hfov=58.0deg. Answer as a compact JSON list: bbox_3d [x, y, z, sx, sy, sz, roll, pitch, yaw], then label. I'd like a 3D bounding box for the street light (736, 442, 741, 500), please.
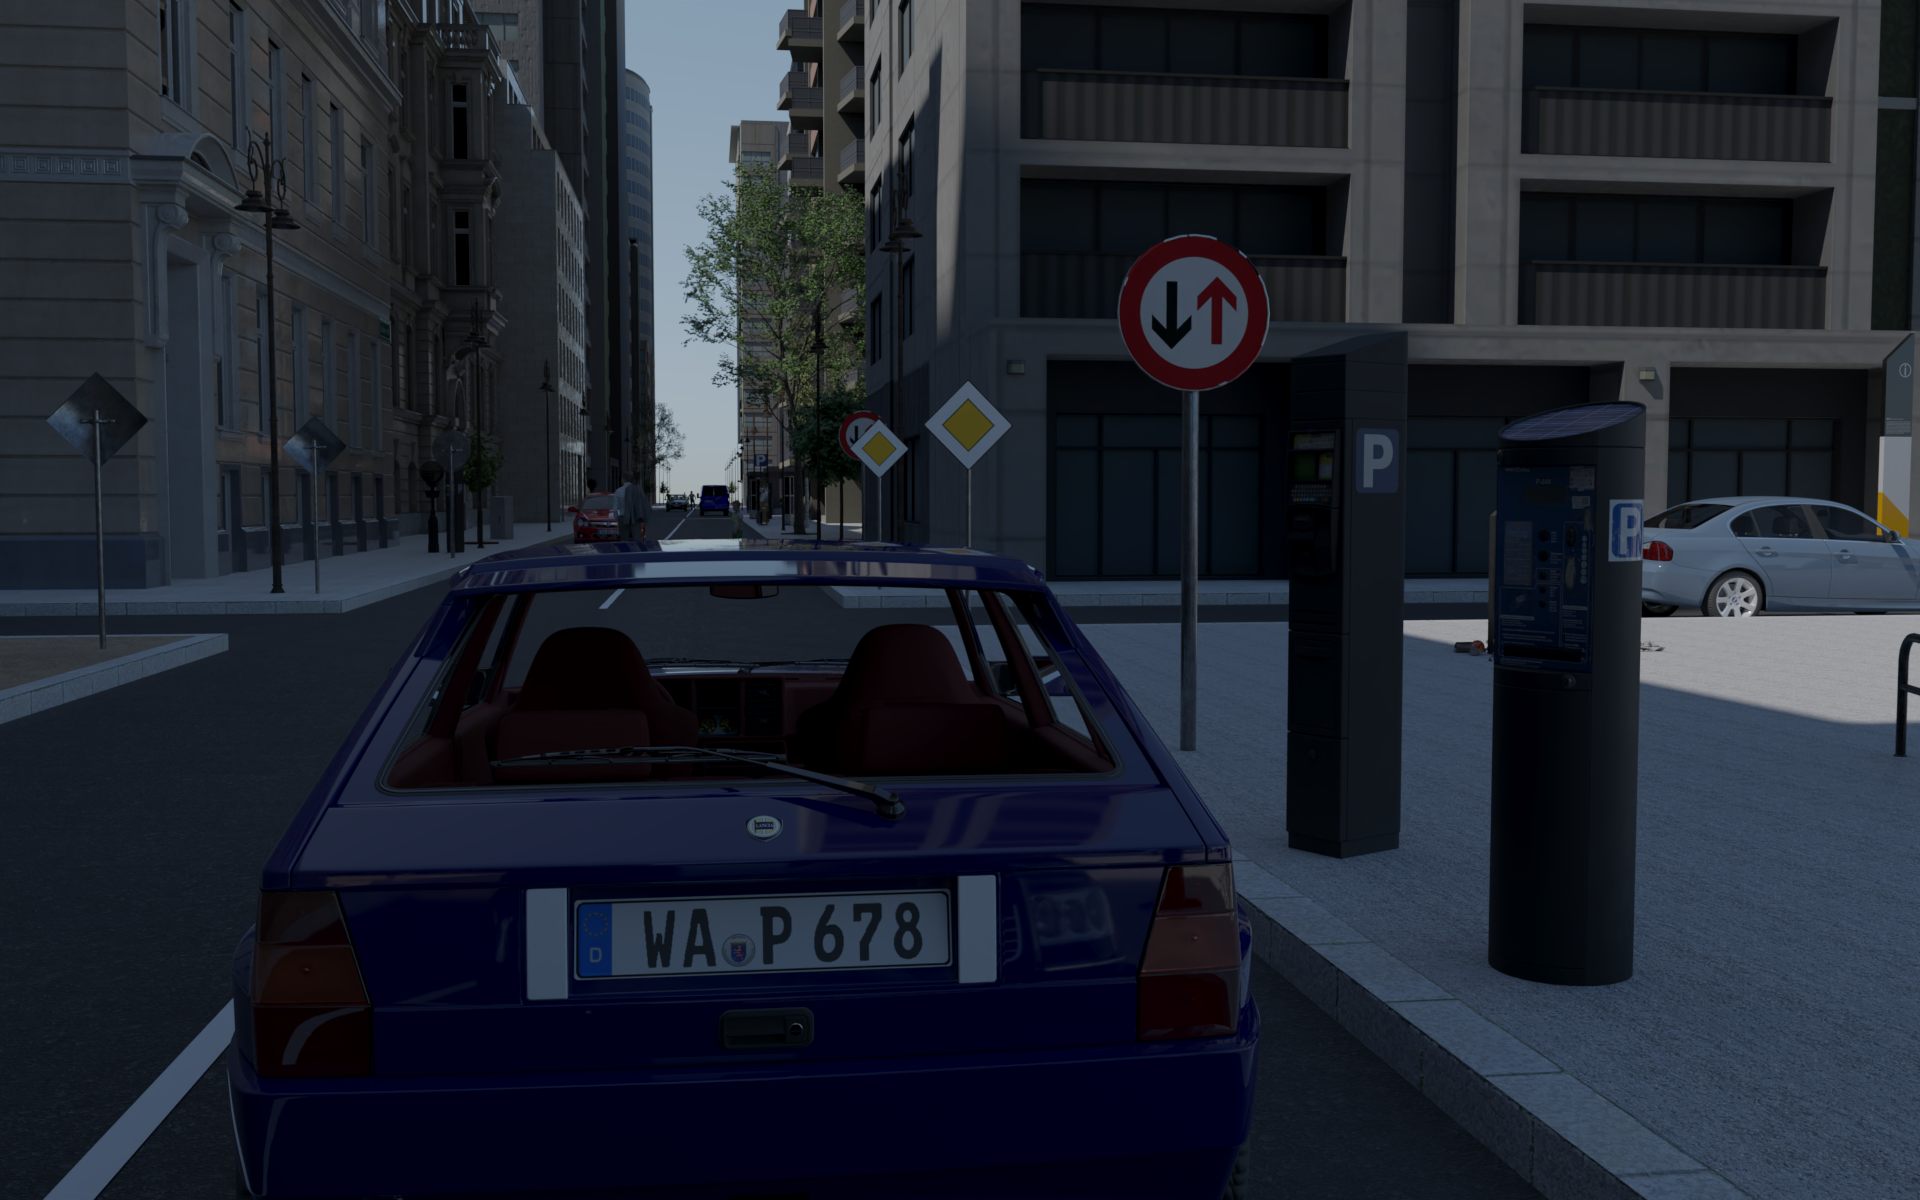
[{"bbox_3d":[-17.171,-10.003,136.330,0.468,5.910,1.993,-1,4,-8],"label":"street light"}]

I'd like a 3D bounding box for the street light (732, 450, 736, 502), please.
[{"bbox_3d":[-19.791,-11.106,154.374,0.468,5.910,1.993,-1,4,-8],"label":"street light"}]

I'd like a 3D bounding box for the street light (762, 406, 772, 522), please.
[{"bbox_3d":[-8.806,-6.510,79.223,0.468,5.910,1.993,-1,4,-8],"label":"street light"}]

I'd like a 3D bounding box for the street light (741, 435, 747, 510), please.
[{"bbox_3d":[-14.434,-8.864,117.714,0.468,5.910,1.993,-1,4,-8],"label":"street light"}]

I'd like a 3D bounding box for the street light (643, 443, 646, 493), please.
[{"bbox_3d":[-27.923,-11.041,153.300,0.468,5.910,1.993,-1,4,-8],"label":"street light"}]

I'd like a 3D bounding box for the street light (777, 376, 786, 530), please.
[{"bbox_3d":[-6.254,-5.406,61.170,0.468,5.910,1.993,-1,4,-8],"label":"street light"}]

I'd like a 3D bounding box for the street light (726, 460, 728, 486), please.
[{"bbox_3d":[-26.548,-13.952,200.904,0.468,5.910,1.993,-1,4,-8],"label":"street light"}]

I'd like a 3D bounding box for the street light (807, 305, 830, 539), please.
[{"bbox_3d":[-3.478,-4.265,42.525,0.468,5.910,1.993,-1,4,-8],"label":"street light"}]

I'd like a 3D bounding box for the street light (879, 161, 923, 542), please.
[{"bbox_3d":[-0.840,-3.162,24.484,0.468,5.910,1.993,-1,4,-8],"label":"street light"}]

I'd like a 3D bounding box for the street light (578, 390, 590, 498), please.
[{"bbox_3d":[-16.718,-6.380,77.105,0.468,5.910,1.993,-1,4,-8],"label":"street light"}]

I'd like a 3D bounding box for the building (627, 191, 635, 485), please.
[{"bbox_3d":[-36.151,-23.187,150.801,14.160,30.474,14.107,-1,4,-8],"label":"building"}]

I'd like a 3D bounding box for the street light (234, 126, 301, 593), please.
[{"bbox_3d":[-8.852,-3.027,22.287,0.468,5.910,1.993,-1,4,-8],"label":"street light"}]

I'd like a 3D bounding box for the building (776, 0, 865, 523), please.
[{"bbox_3d":[2.470,-26.247,83.769,22.147,44.769,28.867,-1,4,-8],"label":"building"}]

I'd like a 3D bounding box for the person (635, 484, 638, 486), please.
[{"bbox_3d":[-11.575,-3.230,61.666,0.721,1.781,0.623,-1,4,-20],"label":"person"}]

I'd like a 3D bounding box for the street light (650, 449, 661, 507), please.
[{"bbox_3d":[-31.716,-12.695,180.350,0.468,5.910,1.993,-1,4,-8],"label":"street light"}]

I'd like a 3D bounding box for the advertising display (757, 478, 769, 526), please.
[{"bbox_3d":[-8.050,-4.007,70.727,0.123,1.923,0.974,1,4,16],"label":"advertising display"}]

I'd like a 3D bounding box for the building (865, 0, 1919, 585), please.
[{"bbox_3d":[9.138,-36.409,33.543,20.611,71.187,20.563,-1,4,-8],"label":"building"}]

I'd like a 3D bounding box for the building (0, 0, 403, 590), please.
[{"bbox_3d":[-18.540,-15.004,31.225,13.634,28.700,20.117,-1,4,-8],"label":"building"}]

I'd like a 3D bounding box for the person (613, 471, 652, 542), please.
[{"bbox_3d":[-5.776,-1.340,30.513,0.679,1.850,0.850,-1,4,-16],"label":"person"}]

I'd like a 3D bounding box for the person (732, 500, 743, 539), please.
[{"bbox_3d":[-4.809,-1.516,37.540,0.306,1.304,0.590,2,4,24],"label":"person"}]

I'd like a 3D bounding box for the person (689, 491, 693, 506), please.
[{"bbox_3d":[-33.222,-12.556,213.884,0.705,1.812,1.348,-3,5,-40],"label":"person"}]

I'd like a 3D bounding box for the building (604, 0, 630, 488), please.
[{"bbox_3d":[-33.456,-29.721,136.046,14.600,45.320,14.200,-1,4,-8],"label":"building"}]

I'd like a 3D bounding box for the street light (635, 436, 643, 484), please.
[{"bbox_3d":[-25.107,-9.883,134.373,0.468,5.910,1.993,-1,4,-8],"label":"street light"}]

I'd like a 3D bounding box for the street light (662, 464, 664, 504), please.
[{"bbox_3d":[-34.432,-13.801,198.432,0.468,5.910,1.993,-1,4,-8],"label":"street light"}]

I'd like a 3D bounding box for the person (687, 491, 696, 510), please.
[{"bbox_3d":[-23.453,-8.703,151.739,0.756,1.711,0.436,1,4,16],"label":"person"}]

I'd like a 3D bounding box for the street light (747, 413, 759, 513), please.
[{"bbox_3d":[-11.810,-7.747,99.447,0.468,5.910,1.993,-1,4,-8],"label":"street light"}]

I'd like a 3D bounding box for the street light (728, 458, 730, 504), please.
[{"bbox_3d":[-23.986,-12.848,182.852,0.468,5.910,1.993,-1,4,-8],"label":"street light"}]

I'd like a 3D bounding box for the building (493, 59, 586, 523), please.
[{"bbox_3d":[-24.203,-14.042,84.331,10.420,20.320,16.860,-1,4,-8],"label":"building"}]

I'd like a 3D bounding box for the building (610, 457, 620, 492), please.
[{"bbox_3d":[-34.181,-41.550,117.595,20.563,71.187,20.611,-1,4,-8],"label":"building"}]

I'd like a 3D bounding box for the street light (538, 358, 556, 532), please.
[{"bbox_3d":[-14.053,-5.277,59.068,0.468,5.910,1.993,-1,4,-8],"label":"street light"}]

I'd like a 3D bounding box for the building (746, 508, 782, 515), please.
[{"bbox_3d":[-0.776,-27.267,137.697,32.217,40.220,23.993,-1,4,-8],"label":"building"}]

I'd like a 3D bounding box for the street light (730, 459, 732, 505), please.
[{"bbox_3d":[-22.448,-12.247,173.029,0.468,5.910,1.993,-1,4,-8],"label":"street light"}]

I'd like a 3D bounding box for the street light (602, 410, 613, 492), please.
[{"bbox_3d":[-19.834,-7.662,98.055,0.468,5.910,1.993,-1,4,-8],"label":"street light"}]

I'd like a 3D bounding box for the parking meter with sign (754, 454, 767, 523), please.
[{"bbox_3d":[-8.722,-4.883,76.099,0.543,3.016,1.738,0,4,-5],"label":"parking meter with sign"}]

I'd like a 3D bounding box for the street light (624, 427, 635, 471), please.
[{"bbox_3d":[-22.324,-8.781,116.353,0.468,5.910,1.993,-1,4,-8],"label":"street light"}]

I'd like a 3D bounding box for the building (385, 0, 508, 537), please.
[{"bbox_3d":[-22.961,-14.635,58.364,14.460,24.649,34.723,-1,4,-8],"label":"building"}]

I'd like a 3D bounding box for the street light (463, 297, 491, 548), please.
[{"bbox_3d":[-11.362,-4.165,40.884,0.468,5.910,1.993,-1,4,-8],"label":"street light"}]

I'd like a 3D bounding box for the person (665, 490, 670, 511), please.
[{"bbox_3d":[-24.531,-8.382,146.068,0.721,1.766,1.217,2,4,27],"label":"person"}]

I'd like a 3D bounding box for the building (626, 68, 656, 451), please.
[{"bbox_3d":[-52.567,-42.388,235.040,21.231,58.520,28.212,-1,4,-8],"label":"building"}]

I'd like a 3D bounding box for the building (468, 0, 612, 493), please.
[{"bbox_3d":[-28.281,-25.581,101.849,14.154,41.232,14.086,-1,4,-8],"label":"building"}]
